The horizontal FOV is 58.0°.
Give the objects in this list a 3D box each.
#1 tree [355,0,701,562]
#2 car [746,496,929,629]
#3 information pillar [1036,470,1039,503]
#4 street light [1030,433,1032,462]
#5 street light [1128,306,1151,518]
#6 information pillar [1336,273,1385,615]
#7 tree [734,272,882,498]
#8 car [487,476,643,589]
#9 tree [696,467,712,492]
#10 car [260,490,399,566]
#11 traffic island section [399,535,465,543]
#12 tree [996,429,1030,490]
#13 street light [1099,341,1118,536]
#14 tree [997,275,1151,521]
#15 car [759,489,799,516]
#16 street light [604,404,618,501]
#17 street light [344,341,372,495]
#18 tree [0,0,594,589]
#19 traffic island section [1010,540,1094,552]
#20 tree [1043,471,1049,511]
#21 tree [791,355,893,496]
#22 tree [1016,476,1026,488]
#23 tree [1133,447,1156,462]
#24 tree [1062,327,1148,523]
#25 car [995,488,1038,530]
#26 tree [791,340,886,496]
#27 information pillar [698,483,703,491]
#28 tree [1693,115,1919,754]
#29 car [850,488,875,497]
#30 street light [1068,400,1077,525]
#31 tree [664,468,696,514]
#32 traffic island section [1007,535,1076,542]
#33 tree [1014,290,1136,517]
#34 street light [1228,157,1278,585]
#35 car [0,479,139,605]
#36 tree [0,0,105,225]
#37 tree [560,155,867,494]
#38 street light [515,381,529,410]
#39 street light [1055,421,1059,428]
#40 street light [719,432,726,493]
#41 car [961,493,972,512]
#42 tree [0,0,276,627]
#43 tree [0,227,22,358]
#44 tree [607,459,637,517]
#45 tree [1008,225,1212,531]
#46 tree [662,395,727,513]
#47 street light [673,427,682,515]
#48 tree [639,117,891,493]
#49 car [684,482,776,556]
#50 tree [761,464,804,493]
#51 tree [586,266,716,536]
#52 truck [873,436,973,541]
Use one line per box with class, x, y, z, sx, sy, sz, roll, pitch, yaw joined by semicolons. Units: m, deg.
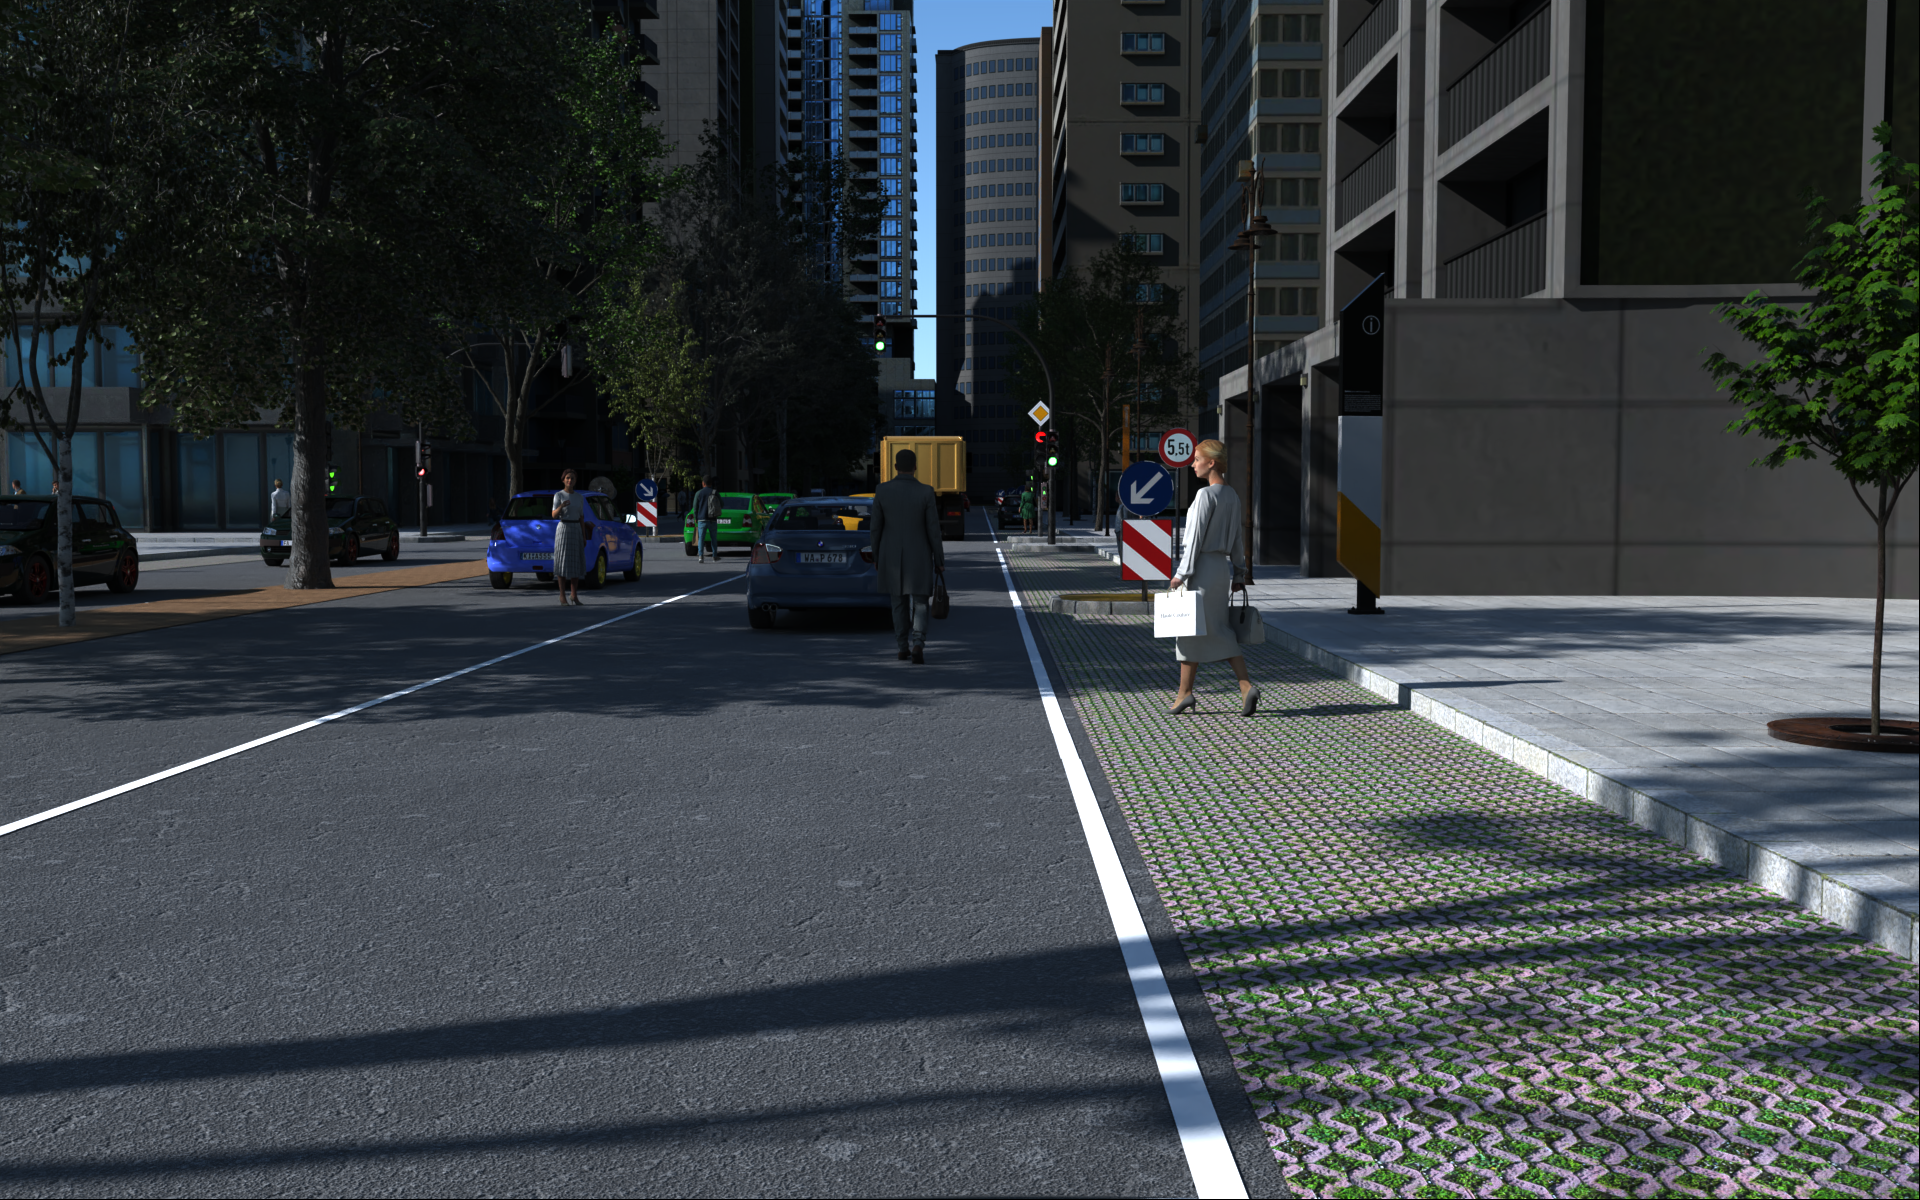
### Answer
tree;-9.276;-6.597;36.079;9.928;11.665;9.643;0;3;0
car;-1.315;-0.471;19.706;2.014;1.417;4.499;0;4;3
information pillar;5.344;-7.732;117.770;0.183;3.616;0.504;-2;4;-35
street light;5.166;-9.414;126.714;0.468;5.910;1.993;0;4;1
street light;4.415;-4.281;42.787;0.468;5.910;1.993;0;4;1
information pillar;4.267;-1.655;18.409;0.504;3.616;0.183;-1;4;-13
tree;-8.844;-11.630;99.259;9.857;13.997;8.962;0;3;0
car;-6.159;-1.088;27.379;1.945;1.707;3.694;0;4;2
tree;-17.937;-7.596;118.799;1.663;3.219;1.824;0;3;0
car;-12.937;-1.584;35.682;2.009;1.686;4.222;0;3;0
traffic island section;-16.205;-1.835;52.286;2.009;0.180;2.903;0;4;1
tree;6.102;-14.788;192.141;4.737;8.622;4.395;0;3;0
street light;4.485;-4.877;52.519;0.468;5.910;1.993;0;4;1
tree;5.432;-9.653;83.579;9.928;11.665;9.643;0;3;0
car;-6.343;-3.183;60.844;1.959;1.807;4.718;0;4;2
street light;-17.905;-7.112;89.061;0.468;5.910;1.993;0;4;1
street light;-18.193;-4.878;52.540;0.468;5.910;1.993;0;4;1
tree;-9.859;-7.141;25.868;9.857;13.997;8.962;0;3;0
traffic island section;2.347;-1.334;44.093;2.009;0.180;2.903;0;4;1
tree;6.164;-8.279;129.963;1.663;3.219;1.824;0;3;0
tree;-8.261;-10.514;108.766;8.767;10.594;7.601;0;4;1
tree;6.879;-11.466;182.063;1.663;3.219;1.824;0;3;0
tree;7.732;-4.690;71.276;1.663;3.219;1.824;0;3;0
tree;6.202;-7.728;76.723;4.737;8.622;4.395;0;3;0
car;2.422;-3.709;70.430;2.009;1.686;4.222;0;4;2
tree;-8.880;-11.973;116.342;7.486;12.596;7.792;0;3;0
information pillar;-17.574;-6.921;117.650;0.304;2.012;0.304;-2;4;-29
tree;4.682;-0.884;9.048;1.663;3.219;1.824;0;3;0
car;-1.659;-1.542;35.440;2.015;1.641;3.980;0;4;2
street light;4.565;-5.993;70.780;0.468;5.910;1.993;0;4;1
tree;-18.202;-7.073;110.250;1.663;3.219;1.824;0;3;0
traffic island section;2.435;-1.822;52.077;2.009;0.180;2.903;0;4;1
tree;6.292;-10.923;96.712;7.486;12.596;7.792;0;3;0
street light;4.068;-3.147;24.244;0.468;5.910;1.993;0;4;1
car;-12.823;-0.847;23.637;2.009;1.686;4.222;0;4;-1
tree;-10.021;-5.623;12.525;7.486;12.596;7.792;0;3;0
tree;-9.148;-9.156;62.527;12.009;13.543;11.850;0;3;0
street light;-18.028;-5.995;70.800;0.468;5.910;1.993;0;4;1
street light;4.862;-7.139;89.502;0.468;5.910;1.993;0;4;1
street light;-17.359;-9.425;126.890;0.468;5.910;1.993;0;4;1
car;-0.101;-8.079;141.131;2.155;1.783;4.494;0;4;1
tree;-9.636;-4.026;18.653;4.360;8.622;3.978;0;3;0
tree;-23.719;-5.465;39.716;4.737;8.622;4.395;0;3;0
tree;-18.741;-6.232;96.500;1.663;3.219;1.824;0;3;0
tree;5.150;-7.664;59.716;7.601;10.594;8.767;0;4;3
tree;-17.530;-9.983;113.589;4.360;8.622;3.978;0;3;0
street light;-17.666;-8.262;107.877;0.468;5.910;1.993;0;4;1
tree;-10.140;-14.032;87.771;12.611;20.169;13.585;0;3;0
car;-5.435;-1.997;41.452;1.959;1.807;4.718;0;4;1
tree;-17.056;-10.953;162.795;4.285;4.588;4.351;0;3;0
tree;-9.585;-6.202;54.223;4.737;8.622;4.395;0;3;0
truck;-1.206;-3.708;56.558;3.469;3.379;9.791;0;4;-1
